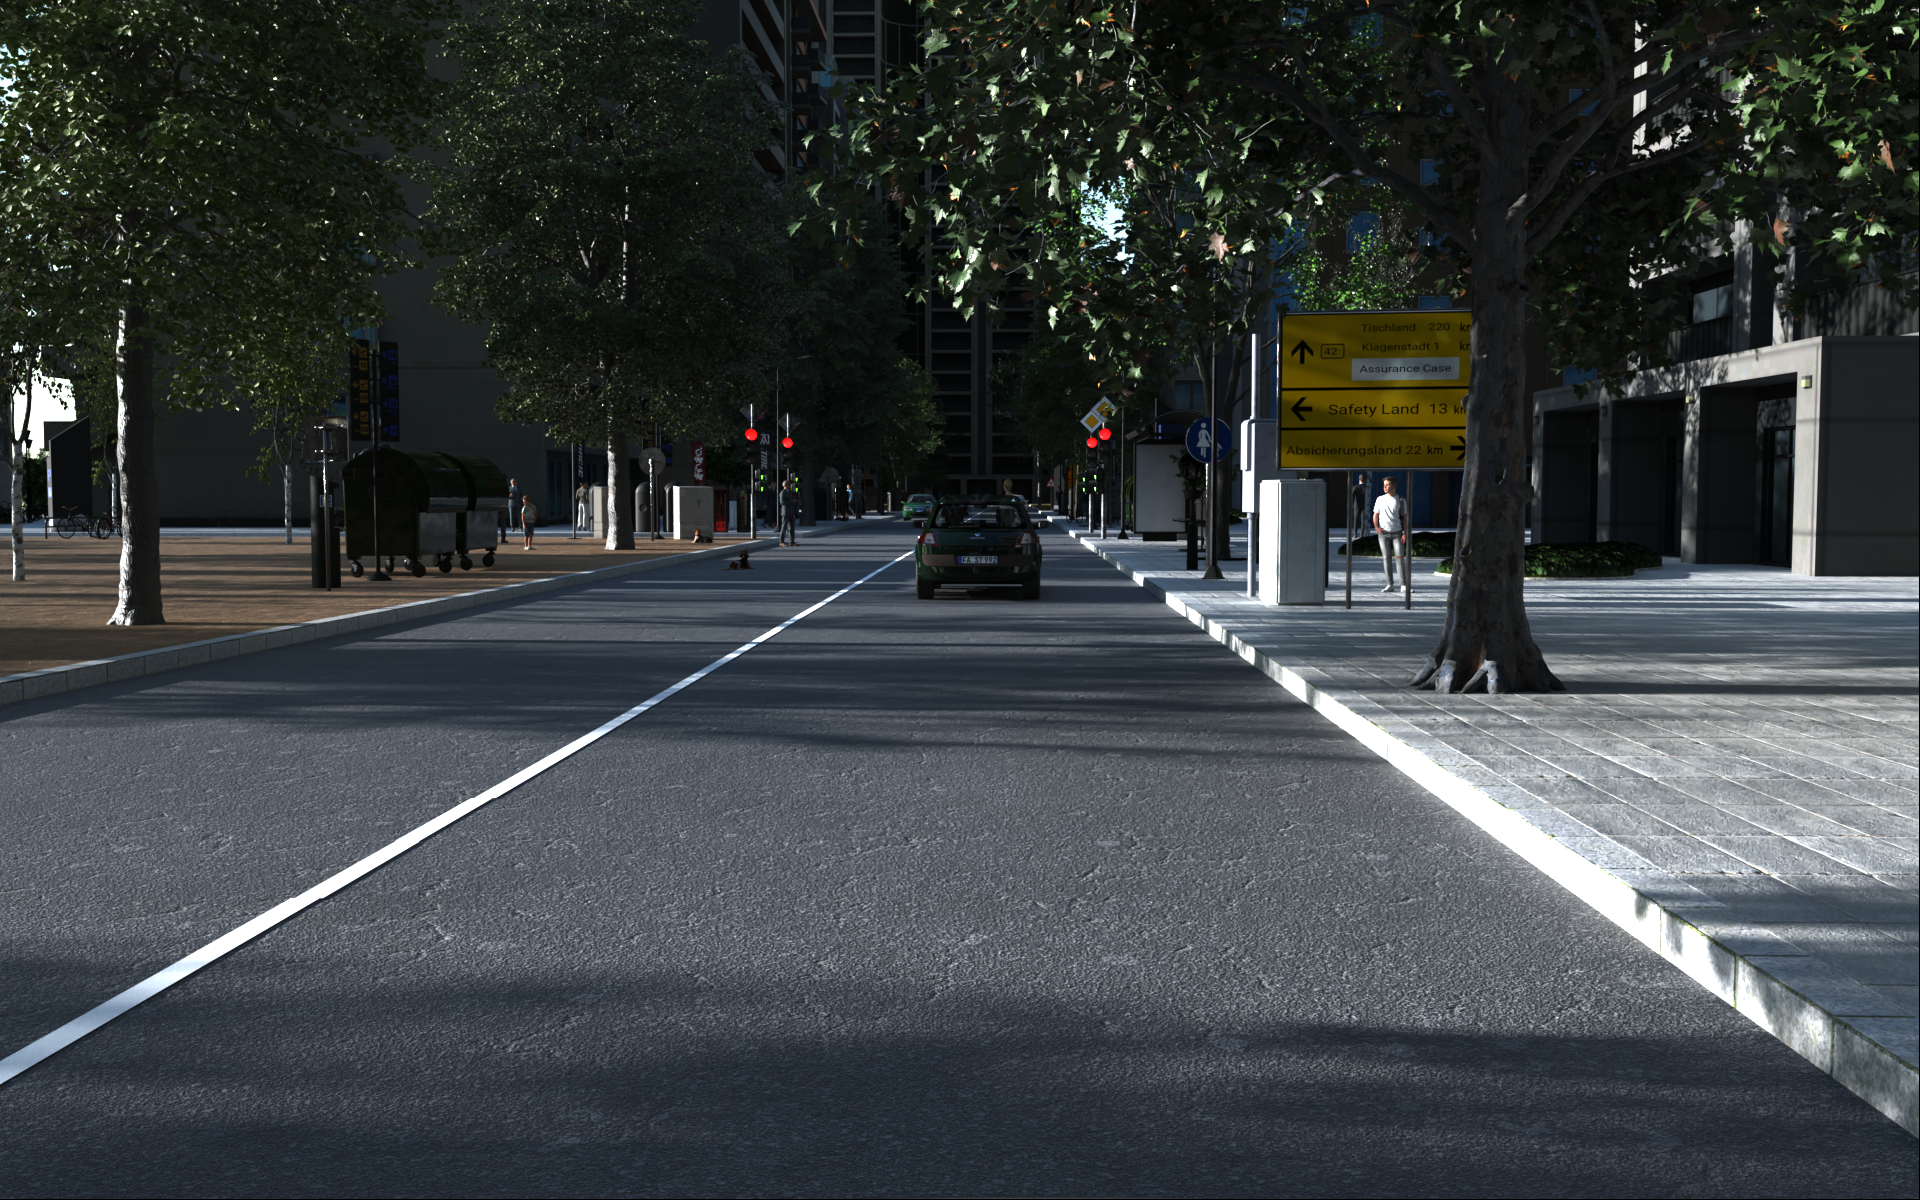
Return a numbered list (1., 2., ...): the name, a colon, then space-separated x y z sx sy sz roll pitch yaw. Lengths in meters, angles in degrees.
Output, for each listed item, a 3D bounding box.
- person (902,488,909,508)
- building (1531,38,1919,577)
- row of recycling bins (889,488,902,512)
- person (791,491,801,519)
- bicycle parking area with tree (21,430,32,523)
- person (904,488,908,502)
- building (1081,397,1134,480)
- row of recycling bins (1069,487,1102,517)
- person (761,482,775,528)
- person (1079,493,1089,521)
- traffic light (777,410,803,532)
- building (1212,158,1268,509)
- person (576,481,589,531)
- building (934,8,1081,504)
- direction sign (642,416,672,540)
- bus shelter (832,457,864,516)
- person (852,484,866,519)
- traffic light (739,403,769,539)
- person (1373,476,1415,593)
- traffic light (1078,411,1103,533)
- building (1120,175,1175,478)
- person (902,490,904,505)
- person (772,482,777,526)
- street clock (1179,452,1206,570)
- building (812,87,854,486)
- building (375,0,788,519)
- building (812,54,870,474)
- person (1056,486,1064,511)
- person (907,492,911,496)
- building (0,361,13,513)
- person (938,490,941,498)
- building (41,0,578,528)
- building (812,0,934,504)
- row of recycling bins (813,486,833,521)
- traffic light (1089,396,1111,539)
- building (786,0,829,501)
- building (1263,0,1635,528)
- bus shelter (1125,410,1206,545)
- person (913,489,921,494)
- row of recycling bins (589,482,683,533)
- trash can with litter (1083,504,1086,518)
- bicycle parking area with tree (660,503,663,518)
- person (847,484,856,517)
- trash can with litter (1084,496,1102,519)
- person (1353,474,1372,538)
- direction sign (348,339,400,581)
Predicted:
1. person: -5.282 -9.563 162.406 1.348 1.823 0.705 -1 4 -14
2. building: 23.642 -36.132 29.006 20.563 71.187 20.611 0 4 2
3. row of recycling bins: -4.850 -7.410 128.261 1.069 1.692 3.534 0 4 3
4. person: -6.982 -4.055 73.184 0.643 1.720 0.563 3 4 37
5. bicycle parking area with tree: -41.467 -5.687 79.978 9.016 4.147 8.231 1 4 15
6. person: -4.684 -8.746 149.034 0.705 1.824 1.348 0 4 -4
7. building: 23.209 -28.057 230.433 14.107 30.474 14.160 0 4 2
8. row of recycling bins: 7.308 -5.593 98.555 1.069 1.692 3.534 3 4 37
9. person: -7.285 -3.629 65.797 0.534 1.772 0.576 -1 4 -13
10. person: 6.074 -4.650 82.410 0.623 1.781 0.721 -3 5 -40
11. traffic light: -5.698 -4.220 57.913 0.839 4.253 0.868 0 4 2
12. building: 27.114 -34.863 112.003 21.231 58.520 28.212 0 4 2
13. person: -13.069 -3.281 60.240 0.519 1.759 0.362 2 4 23
14. building: 5.975 -48.641 233.524 20.611 71.187 20.563 0 4 2
15. direction sign: -8.531 -3.478 48.869 0.876 3.537 0.379 -2 4 -30
16. bus shelter: -6.546 -6.934 104.651 1.731 3.624 6.357 0 4 2
17. person: -5.169 -5.044 88.636 0.709 1.813 0.853 -1 4 -21
18. traffic light: -5.942 -3.732 49.932 0.839 4.253 0.868 0 4 2
19. person: 5.679 -0.855 22.623 0.503 1.515 0.523 -1 4 -9
20. traffic light: 4.359 -4.202 57.623 0.839 4.253 0.868 0 4 2
21. building: 29.132 -34.536 184.270 23.786 49.044 30.456 0 4 2
22. person: -6.757 -12.225 205.880 0.705 1.831 1.348 1 4 10
23. person: -7.423 -3.812 68.796 0.576 1.772 0.534 -2 4 -33
24. street clock: 3.929 -1.509 29.240 0.471 2.002 0.358 0 4 6
25. building: -18.009 -29.691 169.039 14.154 41.232 14.086 0 4 2
26. building: -23.216 -29.893 112.457 21.300 48.544 21.600 0 4 2
27. building: -25.497 -34.846 189.344 30.456 49.044 23.786 0 4 2
28. person: 7.019 -7.085 121.653 0.659 1.850 0.755 1 4 12
29. person: -5.265 -10.065 170.694 1.350 1.814 0.705 1 4 10
30. building: -66.218 -30.036 80.320 27.495 52.752 28.713 0 4 2
31. person: -2.109 -11.155 189.222 0.721 1.735 1.217 0 4 -2
32. building: -26.344 -27.643 75.663 21.300 48.544 21.600 0 4 2
33. building: -14.657 -48.618 233.154 20.611 71.187 20.563 0 4 2
34. row of recycling bins: -6.781 -4.770 85.106 1.069 1.692 3.534 0 4 1
35. traffic light: 4.115 -3.714 49.641 0.839 4.253 0.868 0 4 2
36. building: -23.079 -30.154 147.640 22.147 44.769 28.867 0 4 2
37. building: 20.508 -25.692 70.172 14.200 45.320 14.600 0 4 2
38. bus shelter: 5.408 -3.086 44.380 2.014 3.302 5.546 0 4 2
39. person: -3.991 -9.495 161.291 1.348 1.824 0.705 1 4 10
40. row of recycling bins: -10.865 -3.132 58.319 3.534 1.692 1.069 1 4 14
41. trash can with litter: 6.979 -4.871 91.022 1.055 1.170 0.624 3 5 42
42. bicycle parking area with tree: -19.797 -6.603 94.961 9.016 4.147 8.231 0 4 6
43. person: -6.120 -5.542 96.525 0.748 1.841 0.638 -1 4 -17
44. trash can with litter: 7.123 -4.706 87.993 1.678 1.210 2.233 -1 4 -8
45. person: 11.514 -2.694 49.866 0.659 1.850 0.755 1 4 9
46. direction sign: -8.634 -2.055 25.599 0.379 3.537 0.876 2 4 31
